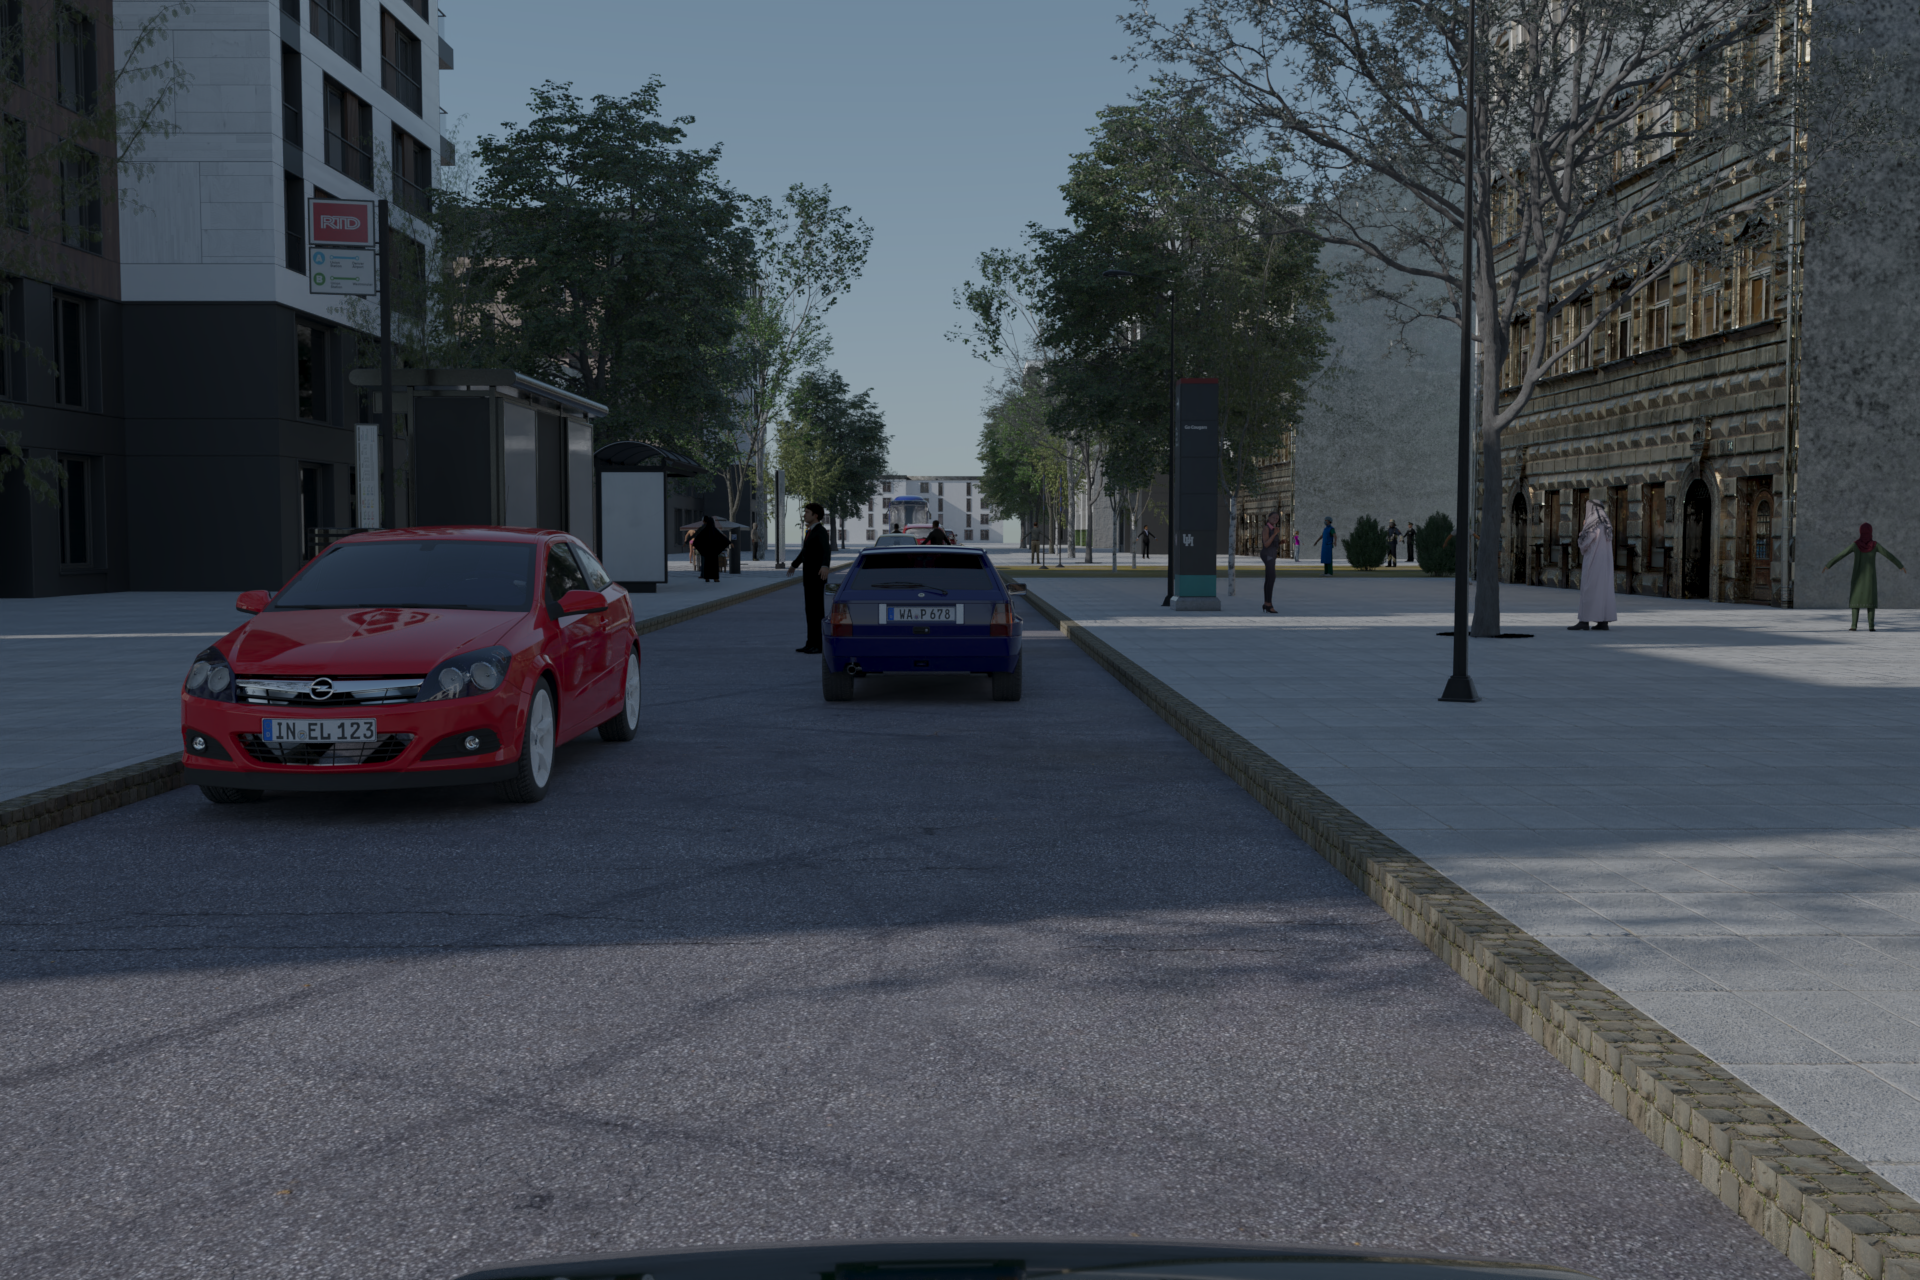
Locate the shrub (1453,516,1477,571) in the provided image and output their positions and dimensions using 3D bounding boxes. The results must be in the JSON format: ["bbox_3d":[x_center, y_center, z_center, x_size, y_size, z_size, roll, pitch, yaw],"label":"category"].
[{"bbox_3d":[17.773,-3.426,60.056,1.661,2.075,1.752,0,3,0],"label":"shrub"}]

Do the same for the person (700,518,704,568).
[{"bbox_3d":[-7.739,-2.871,52.903,1.349,1.833,0.705,3,5,42],"label":"person"}]

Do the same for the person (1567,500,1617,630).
[{"bbox_3d":[8.464,-1.004,23.120,0.621,1.740,0.551,2,4,25],"label":"person"}]

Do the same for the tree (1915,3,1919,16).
[{"bbox_3d":[6.553,-4.964,6.921,9.928,11.665,9.643,0,3,0],"label":"tree"}]

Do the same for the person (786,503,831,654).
[{"bbox_3d":[-1.779,-0.746,20.838,0.705,1.806,1.347,-2,4,-23],"label":"person"}]

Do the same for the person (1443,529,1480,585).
[{"bbox_3d":[12.739,-2.259,43.710,1.217,1.739,0.721,3,5,43],"label":"person"}]

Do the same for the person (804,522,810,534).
[{"bbox_3d":[-5.347,-3.390,61.898,0.721,1.772,1.216,0,4,-7],"label":"person"}]

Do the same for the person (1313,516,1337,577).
[{"bbox_3d":[11.104,-2.830,52.400,0.704,1.817,1.347,-1,4,-16],"label":"person"}]

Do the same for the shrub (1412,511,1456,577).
[{"bbox_3d":[14.477,-2.928,52.296,1.690,2.028,1.600,0,3,0],"label":"shrub"}]

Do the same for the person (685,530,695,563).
[{"bbox_3d":[-11.582,-4.201,75.496,1.217,1.733,0.721,3,5,39],"label":"person"}]

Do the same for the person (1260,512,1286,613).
[{"bbox_3d":[5.108,-1.265,28.195,0.415,1.643,0.593,-1,4,-19],"label":"person"}]

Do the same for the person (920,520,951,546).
[{"bbox_3d":[-0.653,-2.266,45.738,1.346,1.802,0.704,-3,5,-43],"label":"person"}]

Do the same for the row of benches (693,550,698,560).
[{"bbox_3d":[-10.336,-3.314,69.654,1.422,0.672,4.104,-1,4,-11],"label":"row of benches"}]

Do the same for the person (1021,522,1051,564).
[{"bbox_3d":[3.260,-4.178,74.580,1.348,1.796,0.705,1,4,12],"label":"person"}]

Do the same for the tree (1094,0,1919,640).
[{"bbox_3d":[6.705,-6.776,21.163,12.009,13.543,11.850,0,3,0],"label":"tree"}]

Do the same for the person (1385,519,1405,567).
[{"bbox_3d":[16.640,-3.730,66.761,0.705,1.856,1.354,-3,4,-36],"label":"person"}]

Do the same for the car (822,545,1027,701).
[{"bbox_3d":[-0.328,-0.221,16.188,1.945,1.354,3.894,0,4,0],"label":"car"}]

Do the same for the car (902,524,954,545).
[{"bbox_3d":[-1.343,-3.446,65.022,2.281,1.827,5.304,0,4,-1],"label":"car"}]

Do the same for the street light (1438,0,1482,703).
[{"bbox_3d":[4.392,-2.484,13.157,1.470,5.913,1.316,0,4,0],"label":"street light"}]

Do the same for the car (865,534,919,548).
[{"bbox_3d":[-2.062,-2.840,56.660,2.015,1.641,3.980,0,3,0],"label":"car"}]

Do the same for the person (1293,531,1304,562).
[{"bbox_3d":[15.567,-4.305,79.649,0.599,1.433,0.991,-1,4,-15],"label":"person"}]

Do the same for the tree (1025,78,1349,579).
[{"bbox_3d":[6.311,-8.683,48.627,9.857,13.997,8.962,0,3,0],"label":"tree"}]

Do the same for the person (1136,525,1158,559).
[{"bbox_3d":[9.620,-5.045,89.204,1.216,1.740,0.721,-1,4,-22],"label":"person"}]

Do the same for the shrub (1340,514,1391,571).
[{"bbox_3d":[14.144,-3.418,60.308,1.690,2.028,1.600,0,3,0],"label":"shrub"}]

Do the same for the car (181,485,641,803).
[{"bbox_3d":[-3.131,-0.093,10.560,2.155,1.783,4.494,0,4,-1],"label":"car"}]

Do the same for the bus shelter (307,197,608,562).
[{"bbox_3d":[-6.705,-2.803,23.464,2.179,5.291,8.768,0,4,0],"label":"bus shelter"}]

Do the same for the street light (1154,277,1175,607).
[{"bbox_3d":[4.287,-3.552,30.619,1.470,5.913,1.316,0,4,-1],"label":"street light"}]

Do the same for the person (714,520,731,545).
[{"bbox_3d":[-8.855,-3.430,61.937,1.347,1.847,0.705,-1,4,-16],"label":"person"}]

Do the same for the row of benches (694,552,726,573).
[{"bbox_3d":[-8.536,-2.668,59.078,1.422,0.672,4.104,-1,4,-15],"label":"row of benches"}]

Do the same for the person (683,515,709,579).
[{"bbox_3d":[-7.322,-2.682,49.919,1.348,1.821,0.705,-2,4,-30],"label":"person"}]

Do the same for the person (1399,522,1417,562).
[{"bbox_3d":[20.651,-4.499,79.498,0.705,1.837,1.347,-1,4,-22],"label":"person"}]

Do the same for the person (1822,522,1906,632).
[{"bbox_3d":[11.945,-0.836,22.885,0.989,1.438,0.599,2,4,23],"label":"person"}]

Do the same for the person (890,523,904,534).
[{"bbox_3d":[-2.251,-3.220,61.241,1.346,1.812,0.704,-1,4,-16],"label":"person"}]

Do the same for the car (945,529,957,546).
[{"bbox_3d":[-1.315,-7.572,132.478,2.281,1.827,5.304,0,4,-2],"label":"car"}]

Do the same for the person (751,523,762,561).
[{"bbox_3d":[-9.701,-4.658,82.292,0.705,1.813,1.348,1,4,10],"label":"person"}]

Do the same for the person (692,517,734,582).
[{"bbox_3d":[-6.595,-2.407,46.145,1.214,1.737,0.721,1,4,17],"label":"person"}]

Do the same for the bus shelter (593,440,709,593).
[{"bbox_3d":[-7.177,-2.824,40.097,2.014,3.302,5.546,0,4,-1],"label":"bus shelter"}]
